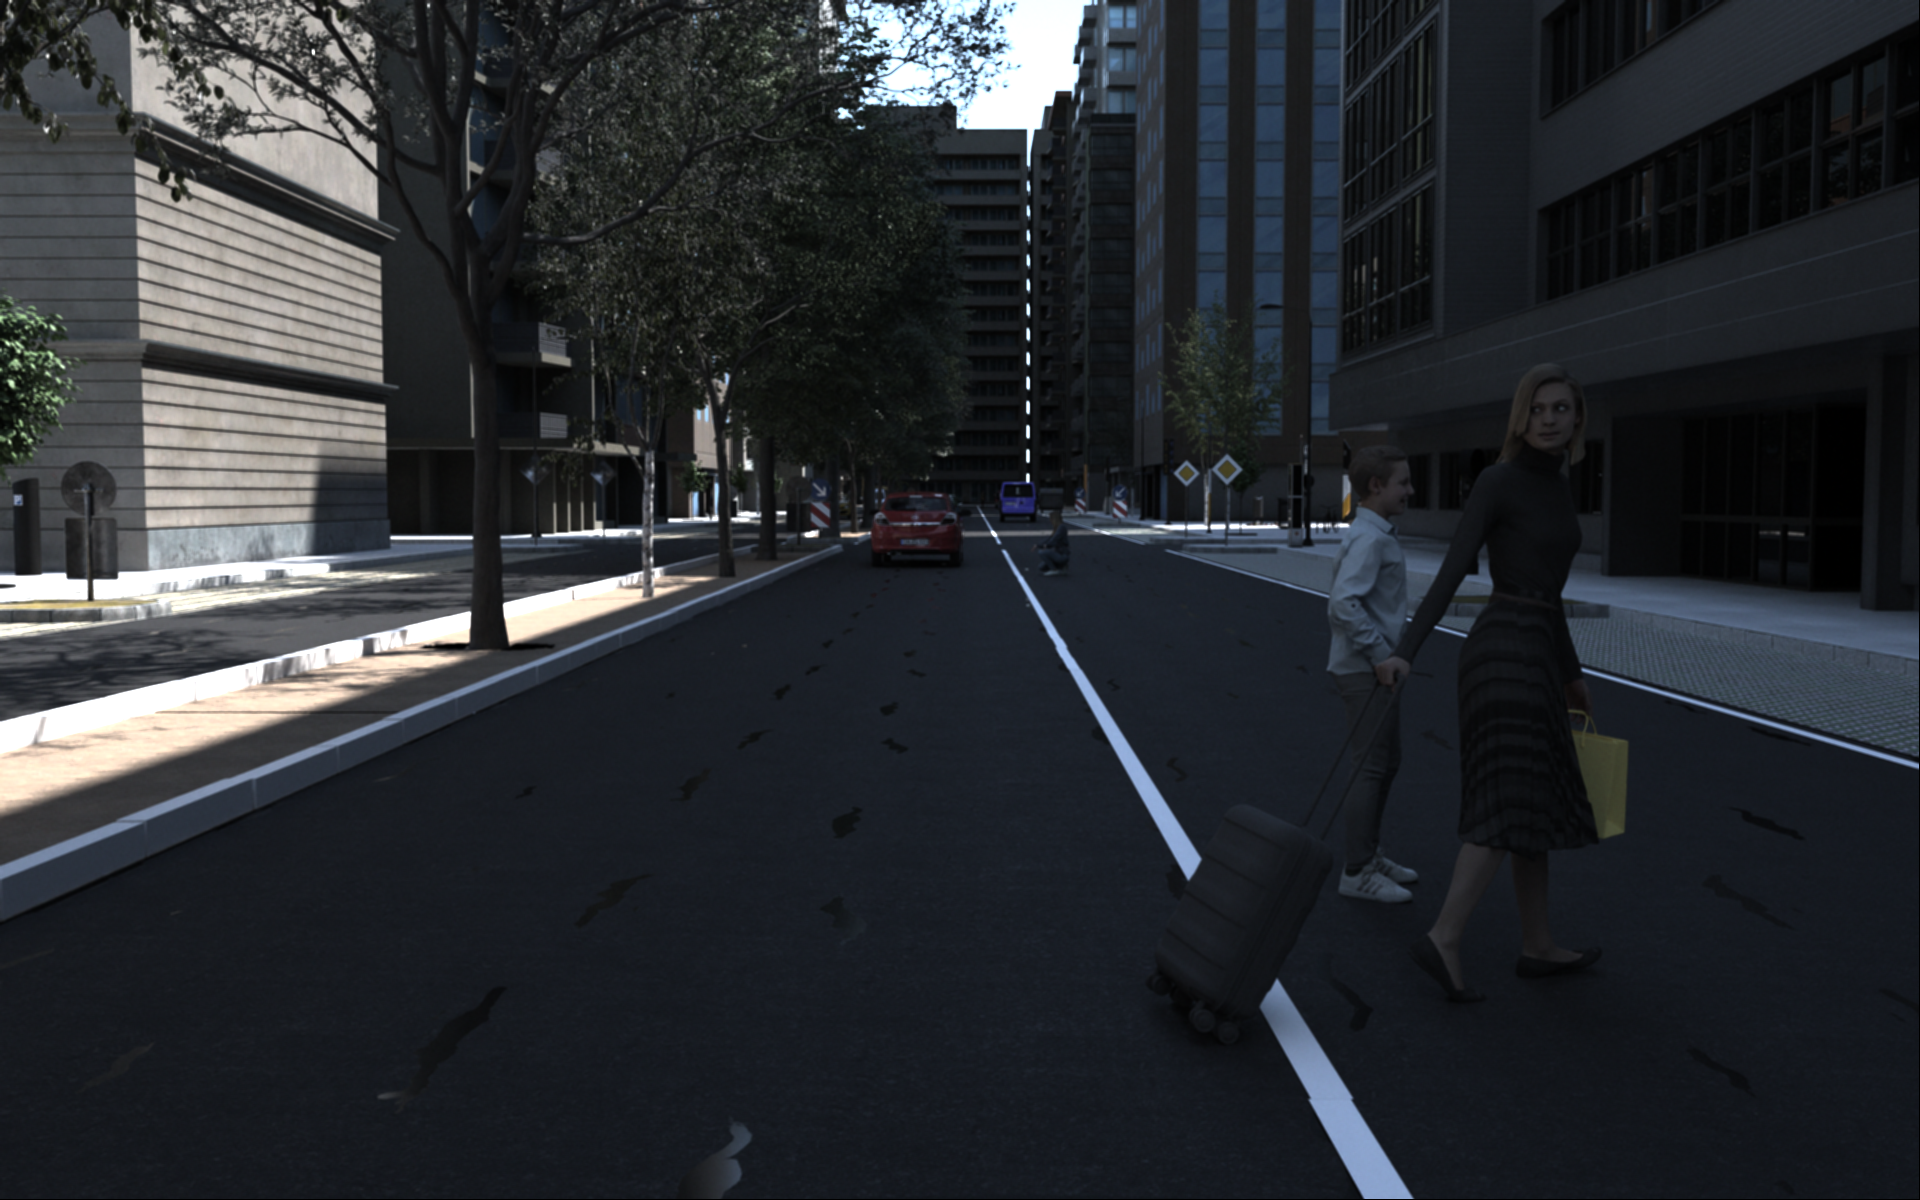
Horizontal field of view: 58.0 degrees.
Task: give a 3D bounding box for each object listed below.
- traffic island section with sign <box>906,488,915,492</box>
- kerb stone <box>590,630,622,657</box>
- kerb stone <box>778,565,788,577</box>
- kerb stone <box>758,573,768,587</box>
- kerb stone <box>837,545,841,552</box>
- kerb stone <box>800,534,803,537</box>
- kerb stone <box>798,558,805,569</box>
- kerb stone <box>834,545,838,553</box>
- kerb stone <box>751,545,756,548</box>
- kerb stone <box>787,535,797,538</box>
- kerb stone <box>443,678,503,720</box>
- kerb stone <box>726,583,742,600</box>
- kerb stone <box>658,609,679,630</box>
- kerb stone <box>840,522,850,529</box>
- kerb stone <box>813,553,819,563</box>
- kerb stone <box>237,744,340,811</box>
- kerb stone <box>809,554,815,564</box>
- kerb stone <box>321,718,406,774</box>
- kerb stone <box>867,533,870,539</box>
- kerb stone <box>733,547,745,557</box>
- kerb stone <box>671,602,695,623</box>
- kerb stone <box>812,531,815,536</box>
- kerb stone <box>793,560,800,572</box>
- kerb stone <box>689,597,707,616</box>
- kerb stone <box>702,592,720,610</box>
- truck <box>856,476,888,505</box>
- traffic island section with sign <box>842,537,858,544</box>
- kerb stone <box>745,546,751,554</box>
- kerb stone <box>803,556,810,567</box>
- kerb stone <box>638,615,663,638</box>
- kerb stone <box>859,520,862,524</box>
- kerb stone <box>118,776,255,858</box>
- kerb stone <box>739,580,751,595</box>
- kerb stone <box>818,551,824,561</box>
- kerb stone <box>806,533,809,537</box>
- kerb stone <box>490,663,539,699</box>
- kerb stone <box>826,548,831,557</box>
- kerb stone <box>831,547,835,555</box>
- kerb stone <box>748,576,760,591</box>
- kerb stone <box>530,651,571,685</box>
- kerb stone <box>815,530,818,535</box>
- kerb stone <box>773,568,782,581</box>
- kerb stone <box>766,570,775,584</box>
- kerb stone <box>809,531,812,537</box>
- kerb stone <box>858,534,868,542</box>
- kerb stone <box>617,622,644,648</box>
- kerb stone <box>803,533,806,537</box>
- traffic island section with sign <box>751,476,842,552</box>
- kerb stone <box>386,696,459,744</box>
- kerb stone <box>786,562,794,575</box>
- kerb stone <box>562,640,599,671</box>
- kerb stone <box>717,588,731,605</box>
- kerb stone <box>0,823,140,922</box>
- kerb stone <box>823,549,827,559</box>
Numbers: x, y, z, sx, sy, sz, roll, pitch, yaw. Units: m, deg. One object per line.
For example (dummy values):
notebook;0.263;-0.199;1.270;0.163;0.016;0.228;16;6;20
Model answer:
traffic island section with sign;-3.598;-7.190;125.685;2.006;1.907;1.989;0;4;0
kerb stone;-3.207;0.410;15.503;0.120;0.150;1.000;0;4;0
kerb stone;-3.116;-0.469;29.857;0.120;0.150;1.000;0;4;0
kerb stone;-3.130;-0.277;26.780;0.120;0.150;1.000;0;4;0
kerb stone;-3.045;-1.213;42.168;0.120;0.150;1.000;0;4;0
kerb stone;-5.073;-1.944;53.988;0.120;0.150;1.000;0;4;0
kerb stone;-3.105;-0.654;32.935;0.120;0.150;1.000;0;4;0
kerb stone;-3.049;-1.154;41.142;0.120;0.150;1.000;0;4;0
kerb stone;-5.150;-1.222;42.193;0.120;0.150;1.000;0;4;0
kerb stone;-5.083;-1.819;51.943;0.120;0.150;1.000;0;4;0
kerb stone;-3.226;0.659;11.413;0.120;0.150;1.000;0;4;0
kerb stone;-3.150;-0.092;23.694;0.120;0.150;1.000;0;4;0
kerb stone;-3.182;0.231;18.578;0.120;0.150;1.000;0;4;0
kerb stone;-4.949;-3.198;74.490;0.120;0.150;1.000;0;4;0
kerb stone;-3.080;-0.845;36.016;0.120;0.150;1.000;0;4;0
kerb stone;-3.241;0.852;8.334;0.120;0.150;1.000;0;4;0
kerb stone;-3.089;-0.781;34.984;0.120;0.150;1.000;0;4;0
kerb stone;-3.233;0.789;9.356;0.120;0.150;1.000;0;4;0
kerb stone;-2.973;-1.941;53.981;0.120;0.150;1.000;0;4;0
kerb stone;-5.158;-1.097;40.136;0.120;0.150;1.000;0;4;0
kerb stone;-3.173;0.159;19.599;0.120;0.150;1.000;0;4;0
kerb stone;-5.052;-2.196;58.093;0.120;0.150;1.000;0;4;0
kerb stone;-3.105;-0.594;31.907;0.120;0.150;1.000;0;4;0
kerb stone;-3.175;0.096;20.623;0.120;0.150;1.000;0;4;0
kerb stone;-3.166;0.034;21.645;0.120;0.150;1.000;0;4;0
truck;-6.725;-9.050;143.889;3.469;3.379;9.791;0;4;0
traffic island section with sign;-4.031;-2.594;50.547;2.006;1.907;1.989;0;4;0
kerb stone;-5.158;-1.158;41.166;0.120;0.150;1.000;0;4;0
kerb stone;-3.093;-0.720;33.962;0.120;0.150;1.000;0;4;0
kerb stone;-3.190;0.288;17.555;0.120;0.150;1.000;0;4;0
kerb stone;-4.877;-3.952;86.816;0.120;0.150;1.000;0;4;0
kerb stone;-3.255;0.910;7.311;0.120;0.150;1.000;0;4;0
kerb stone;-3.146;-0.154;24.726;0.120;0.150;1.000;0;4;0
kerb stone;-3.073;-0.908;37.041;0.120;0.150;1.000;0;4;0
kerb stone;-5.063;-2.070;56.037;0.120;0.150;1.000;0;4;0
kerb stone;-3.227;0.597;12.435;0.120;0.150;1.000;0;4;0
kerb stone;-3.066;-1.030;39.090;0.120;0.150;1.000;0;4;0
kerb stone;-3.060;-1.096;40.120;0.120;0.150;1.000;0;4;0
kerb stone;-3.135;-0.216;25.756;0.120;0.150;1.000;0;4;0
kerb stone;-3.215;0.537;13.459;0.120;0.150;1.000;0;4;0
kerb stone;-5.047;-2.258;59.115;0.120;0.150;1.000;0;4;0
kerb stone;-3.117;-0.399;28.825;0.120;0.150;1.000;0;4;0
kerb stone;-3.124;-0.343;27.803;0.120;0.150;1.000;0;4;0
kerb stone;-5.061;-2.124;57.059;0.120;0.150;1.000;0;4;0
kerb stone;-2.976;-1.881;52.953;0.120;0.150;1.000;0;4;0
kerb stone;-3.194;0.348;16.529;0.120;0.150;1.000;0;4;0
kerb stone;-5.072;-2.007;55.010;0.120;0.150;1.000;0;4;0
traffic island section with sign;-4.084;-2.141;43.140;2.006;1.907;1.989;0;4;0
kerb stone;-3.233;0.722;10.391;0.120;0.150;1.000;0;4;0
kerb stone;-3.112;-0.531;30.879;0.120;0.150;1.000;0;4;0
kerb stone;-3.210;0.474;14.481;0.120;0.150;1.000;0;4;0
kerb stone;-3.157;-0.023;22.667;0.120;0.150;1.000;0;4;0
kerb stone;-3.258;0.977;6.290;0.120;0.150;1.000;0;4;0
kerb stone;-3.071;-0.967;38.069;0.120;0.150;1.000;0;4;0
